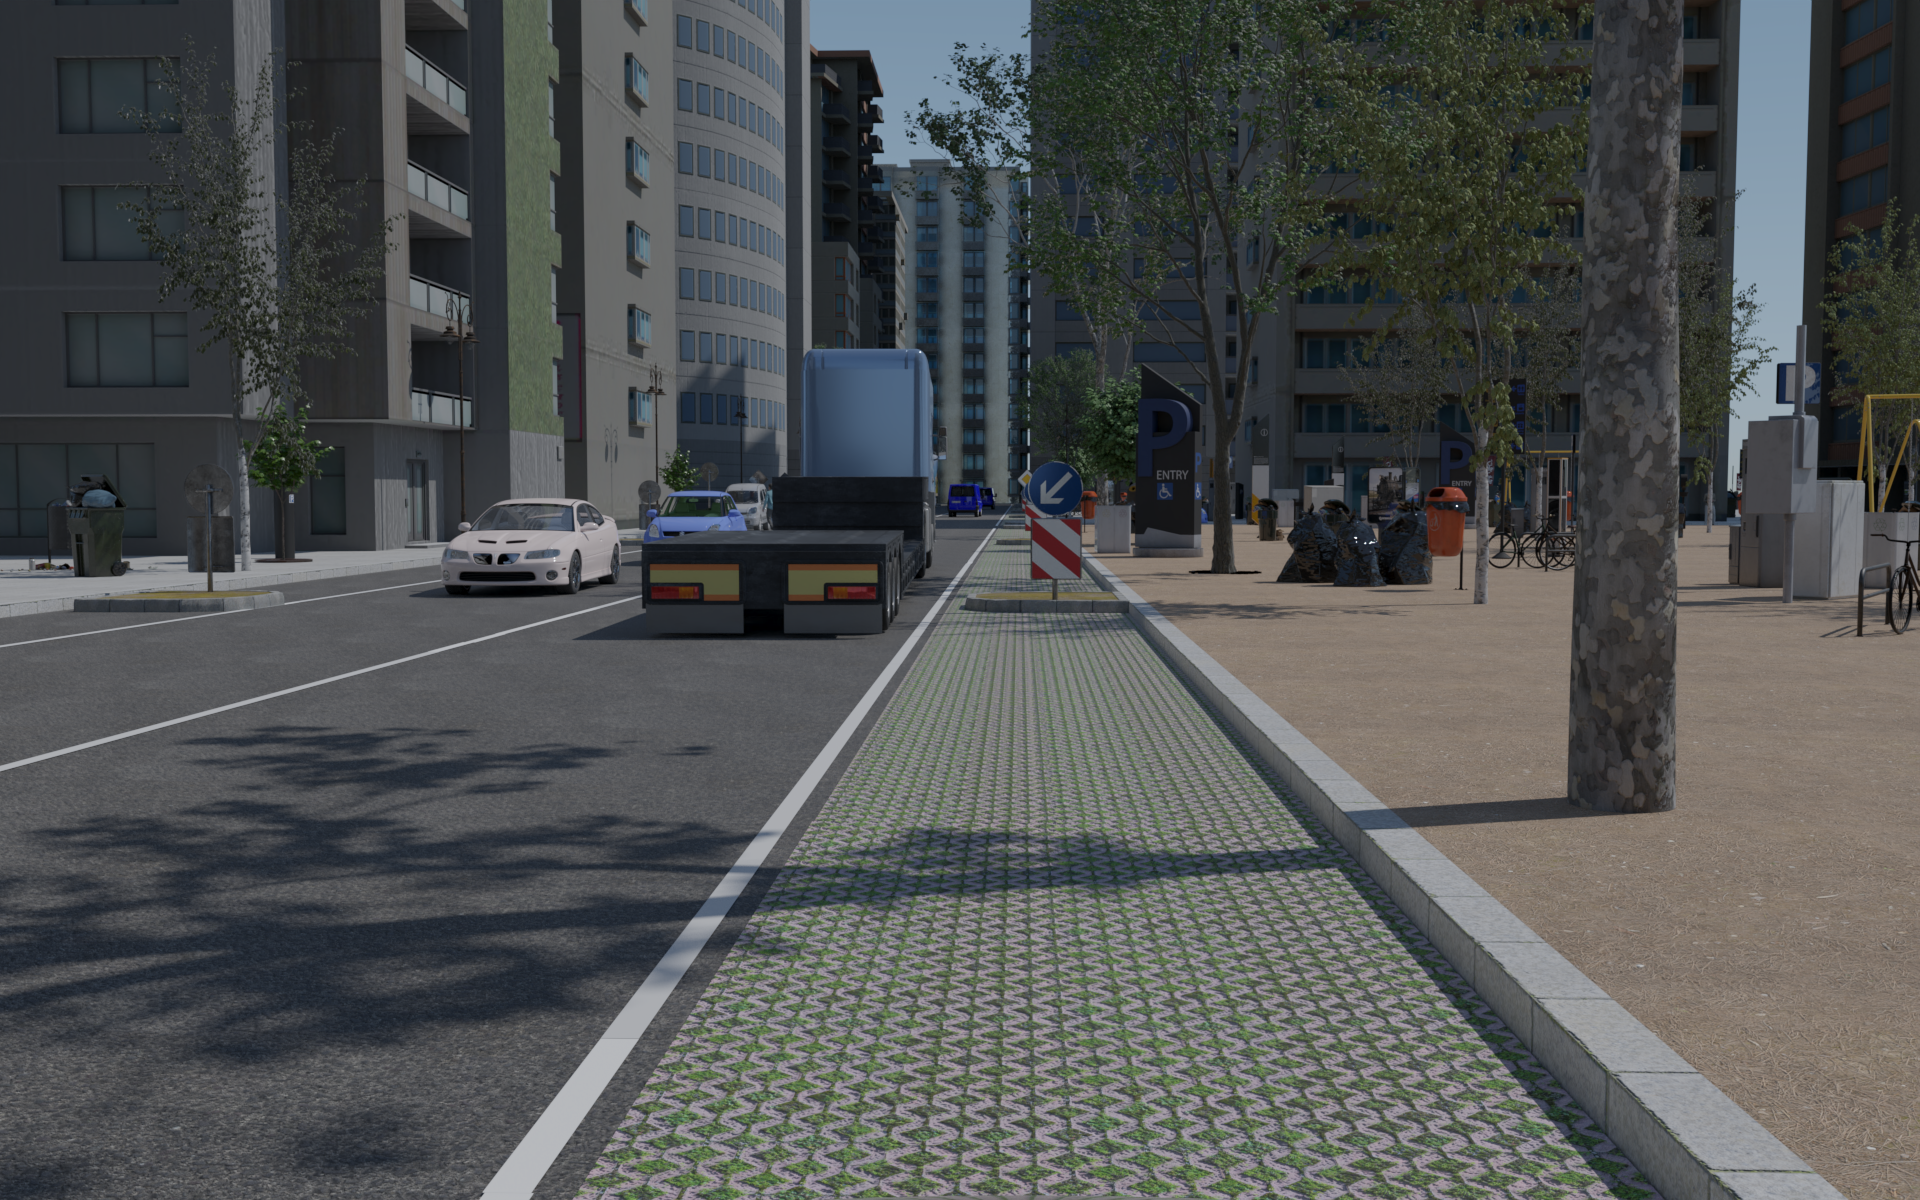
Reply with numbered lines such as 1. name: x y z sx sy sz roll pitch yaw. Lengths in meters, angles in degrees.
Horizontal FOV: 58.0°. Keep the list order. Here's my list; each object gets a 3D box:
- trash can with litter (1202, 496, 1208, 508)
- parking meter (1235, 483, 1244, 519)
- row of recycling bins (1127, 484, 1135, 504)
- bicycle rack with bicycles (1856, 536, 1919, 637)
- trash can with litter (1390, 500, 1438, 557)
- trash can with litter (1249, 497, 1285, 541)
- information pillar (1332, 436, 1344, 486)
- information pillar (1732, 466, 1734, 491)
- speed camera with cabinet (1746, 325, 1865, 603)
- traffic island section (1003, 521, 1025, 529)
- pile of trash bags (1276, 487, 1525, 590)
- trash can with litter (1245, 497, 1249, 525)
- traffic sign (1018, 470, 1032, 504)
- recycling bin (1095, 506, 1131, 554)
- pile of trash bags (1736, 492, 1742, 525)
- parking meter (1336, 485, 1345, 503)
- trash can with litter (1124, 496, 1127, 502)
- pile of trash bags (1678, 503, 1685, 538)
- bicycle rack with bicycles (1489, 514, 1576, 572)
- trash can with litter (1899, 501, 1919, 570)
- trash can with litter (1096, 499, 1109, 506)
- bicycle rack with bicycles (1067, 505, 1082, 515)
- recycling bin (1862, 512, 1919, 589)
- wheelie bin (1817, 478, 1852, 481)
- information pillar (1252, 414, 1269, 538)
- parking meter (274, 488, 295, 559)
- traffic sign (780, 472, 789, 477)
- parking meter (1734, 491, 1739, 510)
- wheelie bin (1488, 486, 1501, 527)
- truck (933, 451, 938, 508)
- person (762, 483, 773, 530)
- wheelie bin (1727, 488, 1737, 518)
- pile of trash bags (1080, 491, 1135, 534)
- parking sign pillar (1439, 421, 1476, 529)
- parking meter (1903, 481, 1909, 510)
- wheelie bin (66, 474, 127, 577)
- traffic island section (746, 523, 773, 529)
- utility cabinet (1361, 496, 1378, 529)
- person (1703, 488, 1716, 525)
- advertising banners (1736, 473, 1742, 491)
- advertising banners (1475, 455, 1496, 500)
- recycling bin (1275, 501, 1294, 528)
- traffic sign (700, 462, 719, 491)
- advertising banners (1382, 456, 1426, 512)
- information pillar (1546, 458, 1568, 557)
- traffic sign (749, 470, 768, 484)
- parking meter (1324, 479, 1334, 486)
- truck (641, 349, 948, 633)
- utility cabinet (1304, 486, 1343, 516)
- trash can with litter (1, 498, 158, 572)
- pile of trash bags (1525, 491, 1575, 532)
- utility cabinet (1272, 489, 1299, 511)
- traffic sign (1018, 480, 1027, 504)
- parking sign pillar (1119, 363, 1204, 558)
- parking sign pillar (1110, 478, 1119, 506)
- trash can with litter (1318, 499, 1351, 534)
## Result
1. trash can with litter: 14.342 -5.668 104.059 1.055 1.170 0.624 -2 4 -25
2. parking meter: 14.238 -5.045 88.197 0.399 1.863 0.255 -3 4 -37
3. row of recycling bins: 6.946 -3.263 60.460 1.069 1.692 3.534 -2 4 -24
4. bicycle rack with bicycles: 9.525 -0.149 15.818 2.852 0.926 2.925 3 4 36
5. trash can with litter: 9.413 -1.477 35.537 1.055 1.170 0.624 -1 4 -21
6. trash can with litter: 8.474 -2.204 47.423 0.624 1.170 1.055 2 4 32
7. information pillar: 15.163 -4.776 69.436 0.504 3.616 0.183 0 4 -6
8. information pillar: 63.766 -9.273 142.972 0.183 3.616 0.504 1 4 22
9. speed camera with cabinet: 10.252 -1.629 20.965 2.038 3.252 0.660 -3 5 -41
10. traffic island section: 3.061 -3.485 79.256 2.009 0.180 2.903 0 4 2
11. pile of trash bags: 5.986 -0.895 24.387 1.912 1.369 3.447 -1 4 -21
12. trash can with litter: 12.213 -3.664 71.289 0.624 1.170 1.055 -2 4 -31
13. traffic sign: 2.761 -4.132 71.199 0.795 2.450 0.064 0 4 2
14. recycling bin: 3.319 -1.538 37.692 0.722 1.027 0.722 0 4 -1
15. pile of trash bags: 31.411 -3.462 66.349 1.912 1.369 3.447 -3 4 -37
16. parking meter: 10.325 -2.385 47.404 0.372 1.533 0.369 0 3 0
17. trash can with litter: 10.329 -5.638 103.570 1.055 1.170 0.624 -3 4 -37
18. pile of trash bags: 20.119 -2.493 50.507 1.912 1.369 3.447 1 4 19
19. bicycle rack with bicycles: 10.453 -0.987 29.515 2.925 0.926 2.852 0 4 5
20. trash can with litter: 16.387 -1.094 29.270 1.055 1.170 0.624 -1 4 -9
21. trash can with litter: 5.605 -3.514 68.845 0.624 1.170 1.055 0 4 3
22. bicycle rack with bicycles: 7.098 -5.754 107.455 2.852 0.926 2.925 -2 4 -27
23. recycling bin: 12.615 -0.685 23.751 0.722 1.027 0.722 -3 4 -37
24. wheelie bin: 17.105 -1.588 33.876 0.693 1.594 0.980 -3 4 -38
25. information pillar: 8.741 -3.605 50.300 0.504 3.616 0.183 0 4 -3
26. parking meter: -13.469 -1.597 34.519 0.372 1.533 0.369 0 3 0
27. traffic sign: -8.050 -4.645 79.581 0.795 2.450 0.064 0 4 2
28. parking meter: 62.923 -8.076 140.446 0.372 1.533 0.369 0 3 0
29. wheelie bin: 20.464 -3.603 66.819 0.693 1.594 0.980 -3 5 -40
30. truck: -3.018 -7.508 111.666 2.839 4.237 11.283 0 4 3
31. person: -6.915 -3.375 63.707 0.660 1.820 0.620 -3 5 -44
32. wheelie bin: 41.949 -5.286 94.340 0.693 1.594 0.980 2 4 23
33. pile of trash bags: 5.430 -2.873 56.729 3.447 1.369 1.912 2 4 33
34. parking sign pillar: 18.258 -4.593 63.572 1.447 3.967 1.447 1 4 18
35. parking meter: 43.857 -4.558 80.232 0.255 1.863 0.399 2 4 28
36. wheelie bin: -13.403 -1.161 26.887 0.980 1.594 0.693 2 4 31
37. traffic island section: -8.349 -3.020 71.663 2.009 0.180 2.903 0 4 2
38. utility cabinet: 15.473 -3.266 64.563 1.020 1.237 0.306 1 4 14
39. person: 32.347 -4.015 74.698 0.519 1.759 0.362 1 4 10
40. advertising banners: 63.871 -9.026 143.768 2.074 3.025 0.090 1 4 15
41. advertising banners: 23.182 -5.029 78.413 2.074 3.025 0.090 1 4 23
42. recycling bin: 12.521 -3.314 66.746 0.722 1.027 0.722 0 4 -5
43. traffic sign: -10.104 -4.261 69.771 0.768 2.556 0.104 0 4 8
44. advertising banners: 20.502 -5.127 80.007 2.074 3.025 0.090 2 4 32
45. information pillar: 12.164 -1.885 35.304 0.304 2.012 0.304 3 5 42
46. traffic sign: -8.326 -4.156 71.600 0.795 2.450 0.064 0 4 2
47. parking meter: 13.769 -3.612 64.761 0.399 1.863 0.255 0 4 7
48. truck: -1.831 -2.239 26.370 2.967 4.110 18.799 0 4 1
49. utility cabinet: 9.620 -2.270 45.800 1.173 1.500 0.318 -2 4 -34
50. trash can with litter: -14.823 -1.116 29.305 2.233 1.210 1.678 0 4 -1
51. pile of trash bags: 18.736 -2.818 55.820 1.912 1.369 3.447 -1 4 -13
52. utility cabinet: 14.714 -4.260 78.335 1.173 1.500 0.318 0 4 -4
53. traffic sign: 3.037 -4.620 79.179 0.795 2.450 0.064 0 4 2
54. parking sign pillar: 4.260 -2.867 35.351 1.447 3.967 1.447 2 4 29
55. parking sign pillar: 9.856 -7.655 113.635 1.447 3.967 1.447 -1 4 -16
56. trash can with litter: 8.202 -1.595 37.458 0.624 1.170 1.055 3 4 38
